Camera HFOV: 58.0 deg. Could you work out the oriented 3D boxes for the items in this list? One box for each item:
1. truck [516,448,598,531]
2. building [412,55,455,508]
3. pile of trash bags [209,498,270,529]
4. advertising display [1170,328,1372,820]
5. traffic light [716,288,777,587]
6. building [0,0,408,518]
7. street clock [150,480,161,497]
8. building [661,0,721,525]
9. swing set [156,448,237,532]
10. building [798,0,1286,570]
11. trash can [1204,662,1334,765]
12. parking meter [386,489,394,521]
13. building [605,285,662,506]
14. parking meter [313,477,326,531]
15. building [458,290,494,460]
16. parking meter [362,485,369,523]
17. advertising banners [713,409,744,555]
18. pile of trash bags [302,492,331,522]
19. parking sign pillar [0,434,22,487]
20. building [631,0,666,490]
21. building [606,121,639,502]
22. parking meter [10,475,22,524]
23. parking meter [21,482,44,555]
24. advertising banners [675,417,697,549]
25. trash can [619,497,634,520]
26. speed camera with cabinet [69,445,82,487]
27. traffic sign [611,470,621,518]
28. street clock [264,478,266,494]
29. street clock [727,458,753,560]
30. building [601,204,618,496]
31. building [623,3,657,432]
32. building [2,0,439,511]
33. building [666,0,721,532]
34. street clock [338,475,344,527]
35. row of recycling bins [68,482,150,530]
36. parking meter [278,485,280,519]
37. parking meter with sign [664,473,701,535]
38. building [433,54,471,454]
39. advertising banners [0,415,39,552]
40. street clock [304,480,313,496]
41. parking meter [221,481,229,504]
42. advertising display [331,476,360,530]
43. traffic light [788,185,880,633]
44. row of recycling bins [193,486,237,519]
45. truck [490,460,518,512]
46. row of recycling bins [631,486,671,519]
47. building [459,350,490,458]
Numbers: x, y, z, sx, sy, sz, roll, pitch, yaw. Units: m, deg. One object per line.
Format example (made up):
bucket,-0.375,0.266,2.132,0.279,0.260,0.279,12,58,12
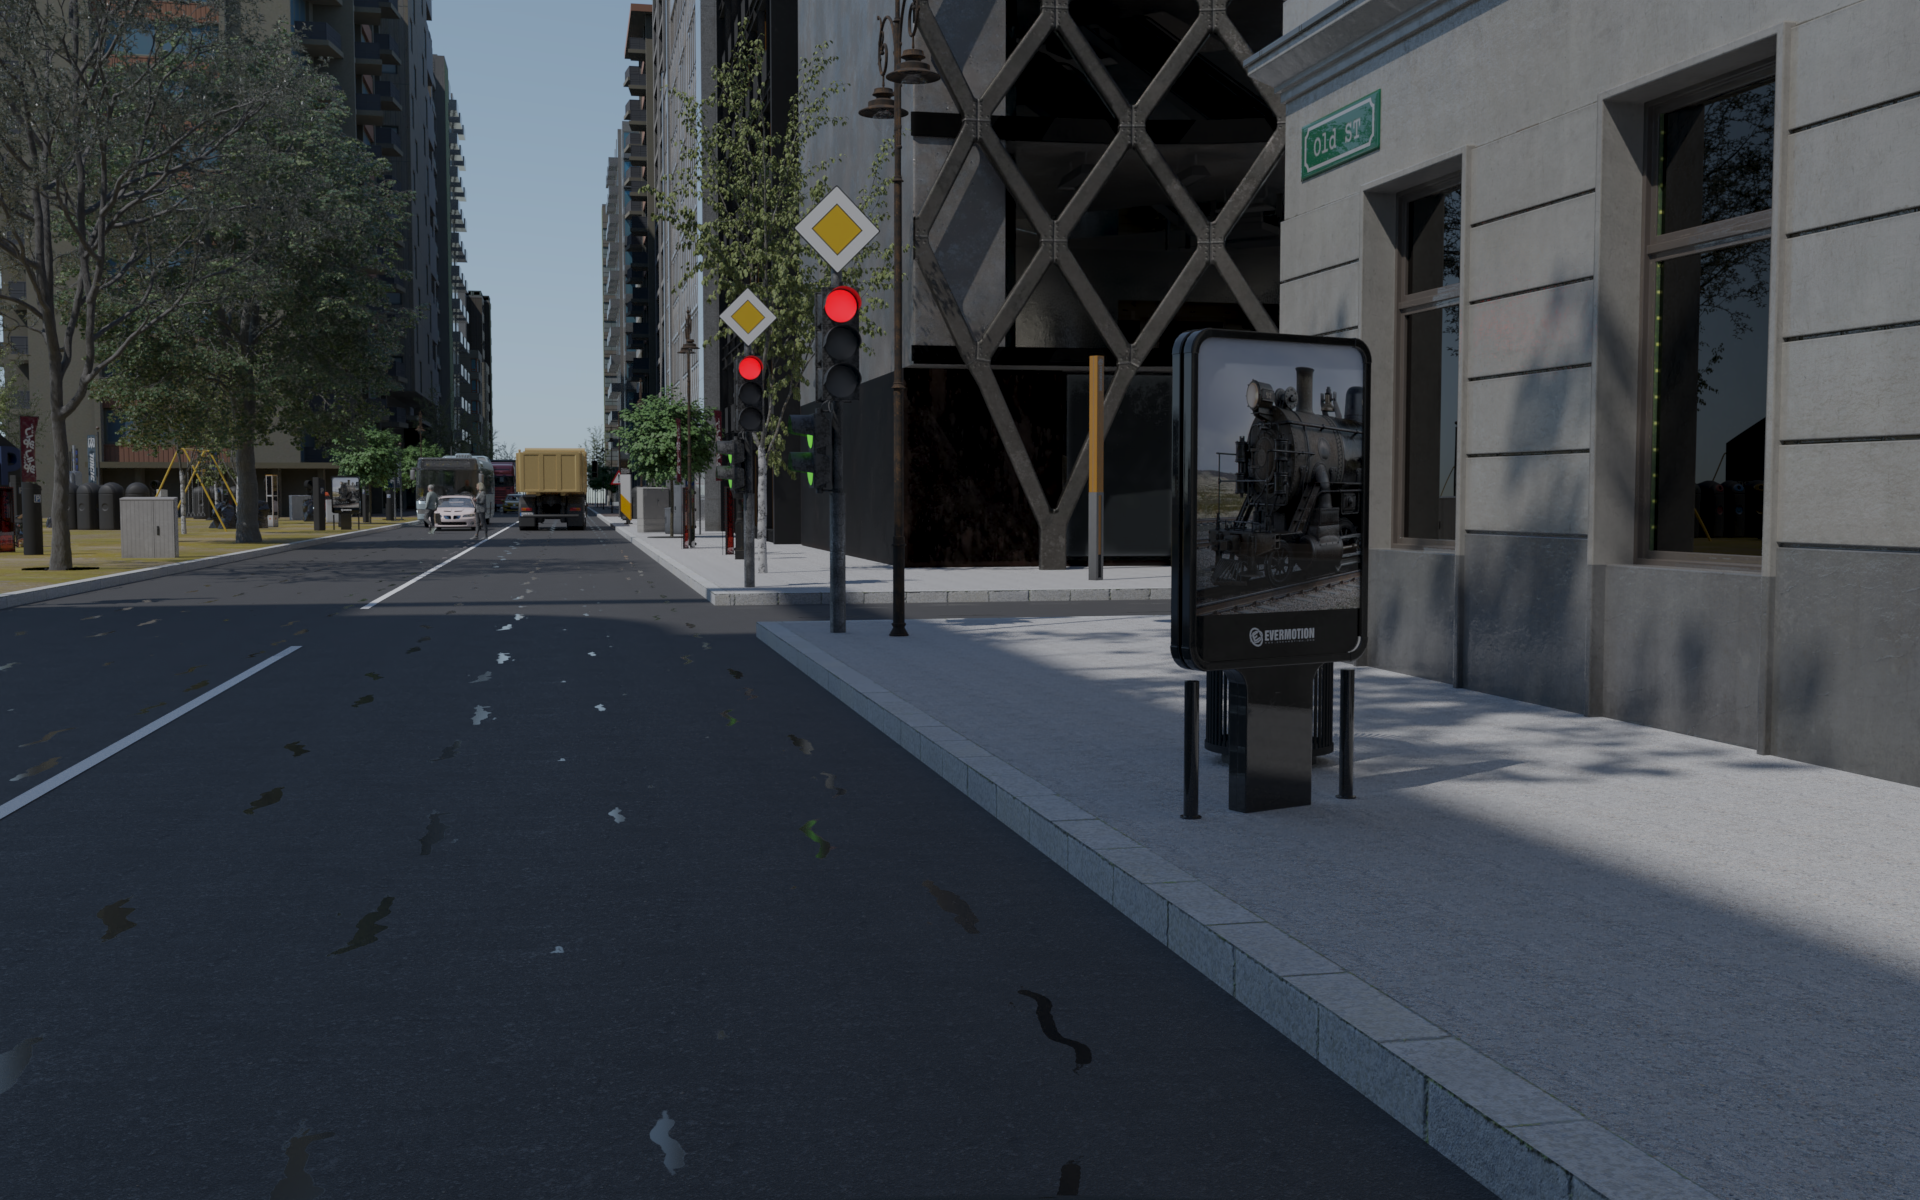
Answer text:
truck,-16.739,-4.622,71.490,3.469,3.379,9.791,-1,4,-11
building,-53.316,-28.857,155.412,14.154,41.232,14.086,-1,4,-13
pile of trash bags,-26.546,-3.322,64.073,1.912,1.369,3.447,-2,4,-33
advertising display,1.270,-0.111,7.032,0.974,1.923,0.123,-2,4,-32
traffic light,-2.916,-2.129,23.734,0.839,4.253,0.868,-1,4,-13
building,-46.305,-27.606,105.990,22.147,44.769,28.867,-1,4,-13
street clock,-42.366,-5.300,91.224,0.471,2.002,0.358,1,4,13
building,-8.602,-16.581,89.125,12.078,24.808,19.932,-1,4,-13
swing set,-26.567,-3.832,60.270,2.862,2.851,3.119,0,4,-7
building,6.038,-10.327,36.292,16.811,18.784,16.820,-1,4,-13
trash can,1.482,0.206,8.284,0.748,1.137,0.748,0,3,0
parking meter,-27.627,-4.618,83.912,0.372,1.533,0.369,0,3,0
building,-24.732,-31.104,200.433,32.217,40.220,23.993,-1,4,-13
parking meter,-22.442,-3.362,60.676,0.255,1.863,0.399,1,4,14
building,-72.596,-28.706,241.050,14.160,30.474,14.107,-1,4,-13
parking meter,-26.791,-4.433,78.188,0.255,1.863,0.399,-3,5,-41
advertising banners,-4.877,-2.477,36.687,0.090,3.025,2.074,1,4,11
pile of trash bags,-30.145,-4.423,82.066,1.912,1.369,3.447,-1,4,-18
parking sign pillar,-38.860,-5.033,70.761,1.447,3.967,1.447,1,4,18
building,-14.840,-42.449,132.285,20.563,71.187,20.611,-1,4,-13
building,-34.491,-37.077,225.820,23.786,49.044,30.456,-1,4,-13
parking meter,-29.345,-2.953,53.992,0.255,1.863,0.399,1,4,17
parking meter,-19.531,-1.716,36.470,0.372,1.533,0.369,0,3,0
advertising banners,-6.441,-2.720,40.655,0.090,3.025,2.074,0,4,3
trash can,-16.258,-4.458,84.547,0.748,1.137,0.748,0,3,0
speed camera with cabinet,-36.027,-4.693,71.060,0.660,3.252,2.038,1,4,8
traffic sign,-18.644,-5.794,94.740,0.884,2.594,0.081,0,4,-5
street clock,-30.049,-4.328,75.336,0.358,2.002,0.471,0,4,6
street clock,-4.309,-1.795,33.918,0.471,2.002,0.358,0,4,3
building,-43.804,-34.471,247.190,14.154,41.232,14.086,-1,4,-13
building,-18.973,-30.755,157.475,22.147,44.769,28.867,-1,4,-13
building,-54.946,-33.236,132.653,28.713,52.752,27.495,-1,4,-13
building,-5.065,-15.382,69.525,12.078,24.808,19.932,-1,4,-13
street clock,-23.903,-3.813,66.906,0.471,2.002,0.358,1,4,23
row of recycling bins,-30.585,-3.346,61.825,3.534,1.692,1.069,1,4,10
parking meter,-35.743,-5.180,90.410,0.255,1.863,0.399,3,5,39
parking meter with sign,-8.753,-3.589,54.938,0.543,3.016,1.738,-3,5,-45
building,-65.829,-34.864,189.635,23.786,49.044,30.456,-1,4,-13
advertising banners,-21.055,-2.562,38.073,0.090,3.025,2.074,1,4,19
street clock,-34.316,-5.304,91.287,0.358,2.002,0.471,1,4,19
parking meter,-33.544,-4.486,79.061,0.255,1.863,0.399,-2,4,-33
advertising display,-22.025,-3.480,62.112,0.974,1.923,0.123,-1,4,-13
traffic light,-1.150,-1.653,15.946,0.839,4.253,0.868,-1,4,-13
row of recycling bins,-38.460,-5.057,89.795,1.069,1.692,3.534,1,4,14
truck,-37.784,-9.409,142.751,2.839,4.237,11.283,-1,4,-13
row of recycling bins,-15.658,-4.921,87.567,1.069,1.692,3.534,-2,4,-35
building,-74.353,-22.867,218.921,27.650,21.520,28.899,-1,4,-13
